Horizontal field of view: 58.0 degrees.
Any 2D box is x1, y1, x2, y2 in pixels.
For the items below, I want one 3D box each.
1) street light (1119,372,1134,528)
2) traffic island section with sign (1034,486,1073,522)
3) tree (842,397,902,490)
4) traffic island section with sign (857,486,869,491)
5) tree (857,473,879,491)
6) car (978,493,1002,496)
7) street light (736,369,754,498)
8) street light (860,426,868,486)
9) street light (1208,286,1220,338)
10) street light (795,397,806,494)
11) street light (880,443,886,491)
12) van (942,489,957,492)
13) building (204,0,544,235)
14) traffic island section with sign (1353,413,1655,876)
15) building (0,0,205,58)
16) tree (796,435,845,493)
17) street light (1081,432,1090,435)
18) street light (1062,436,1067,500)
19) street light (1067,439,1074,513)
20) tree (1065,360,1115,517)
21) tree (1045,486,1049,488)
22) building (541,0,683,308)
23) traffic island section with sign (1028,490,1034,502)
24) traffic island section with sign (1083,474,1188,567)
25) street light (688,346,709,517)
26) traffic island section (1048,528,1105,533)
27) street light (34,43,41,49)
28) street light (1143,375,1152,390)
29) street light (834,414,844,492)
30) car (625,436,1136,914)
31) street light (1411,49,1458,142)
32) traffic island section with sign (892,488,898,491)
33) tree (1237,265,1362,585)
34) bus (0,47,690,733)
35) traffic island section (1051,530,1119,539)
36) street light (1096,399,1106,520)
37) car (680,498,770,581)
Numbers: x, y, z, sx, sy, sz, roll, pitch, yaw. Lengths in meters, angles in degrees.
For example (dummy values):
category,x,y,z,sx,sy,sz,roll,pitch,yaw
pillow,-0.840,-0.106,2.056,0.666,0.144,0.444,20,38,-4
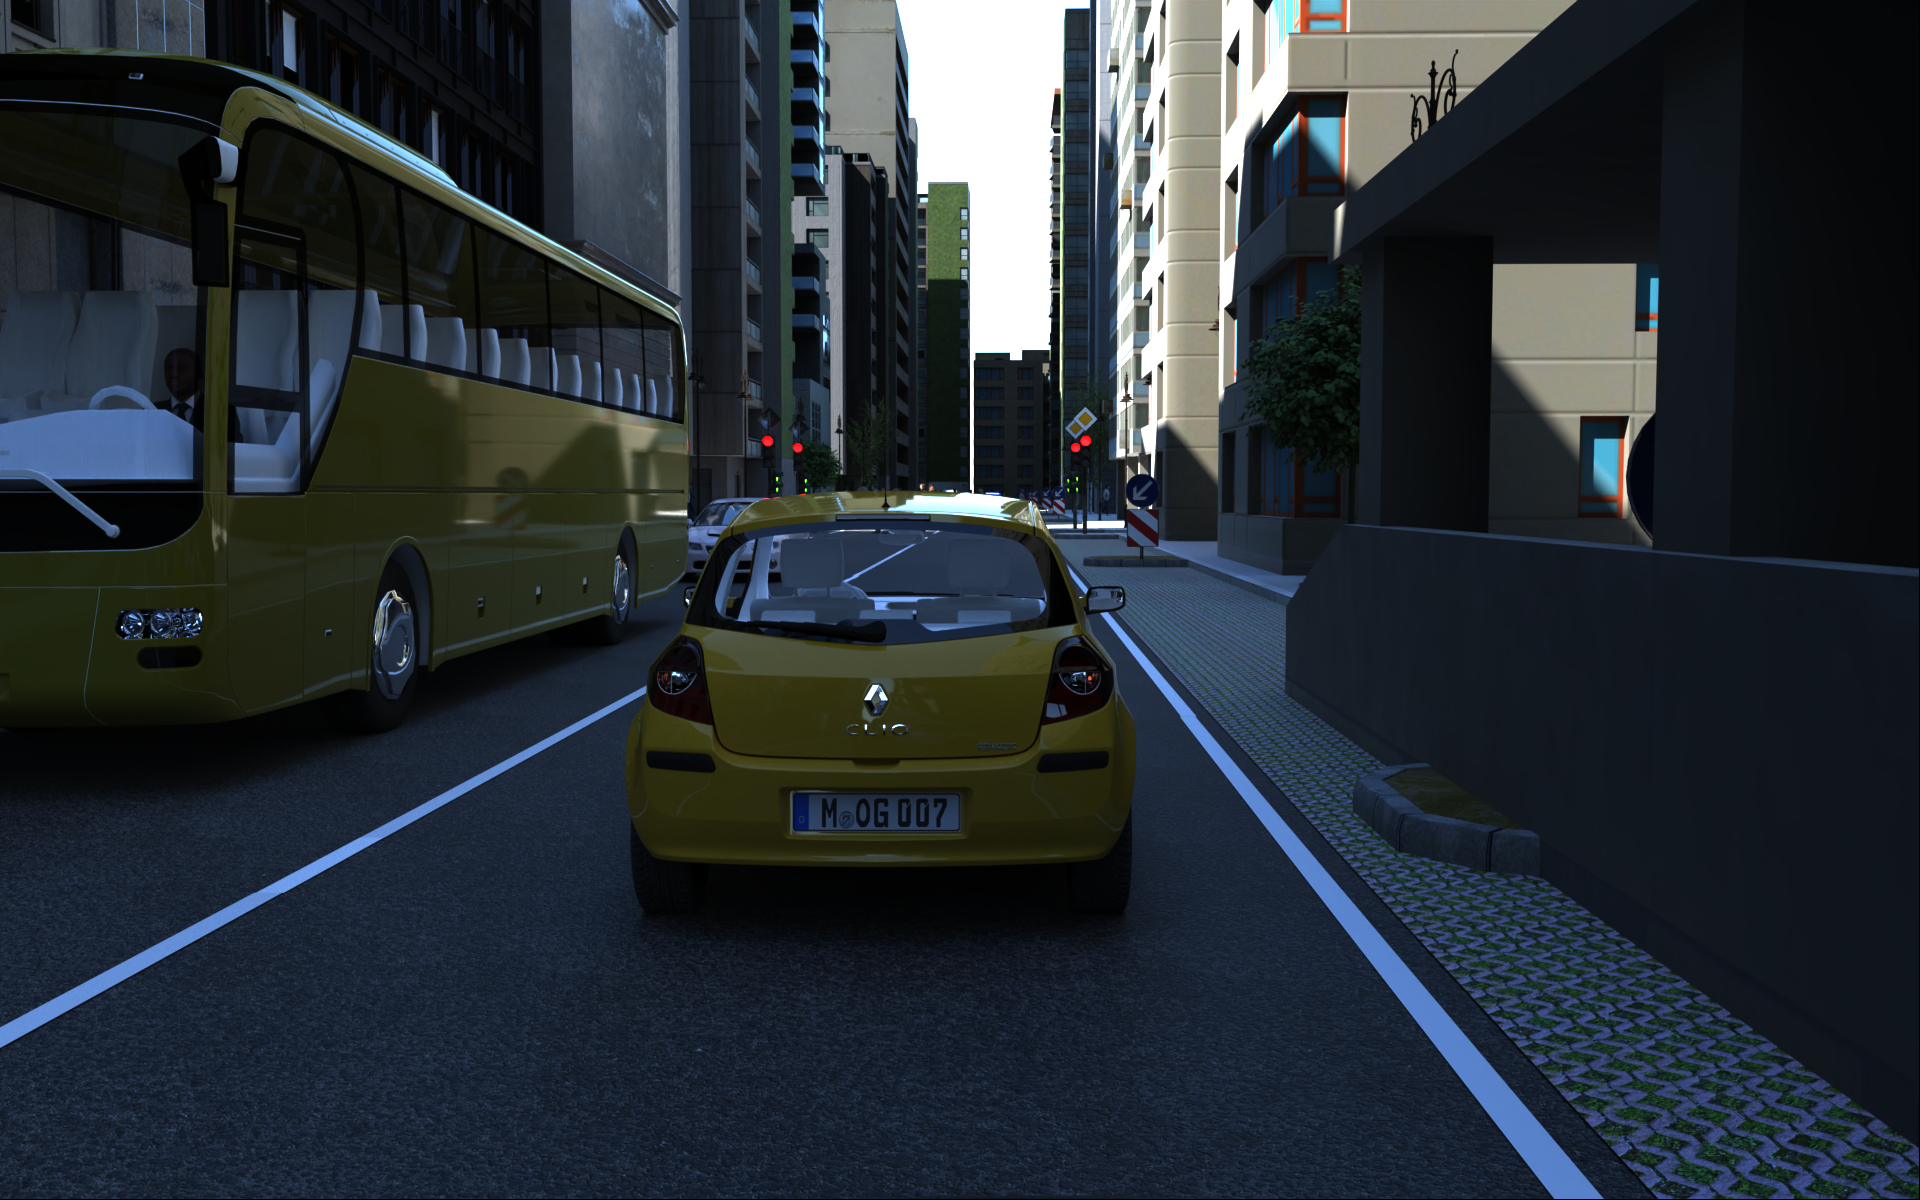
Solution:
category,x,y,z,sx,sy,sz,roll,pitch,yaw
street light,6.297,-5.681,65.671,0.468,5.910,1.993,0,4,2
traffic island section with sign,4.945,-4.910,88.903,1.989,1.847,2.006,0,4,2
tree,-6.497,-11.006,130.313,4.737,8.622,4.395,0,3,0
traffic island section with sign,-4.965,-4.922,89.094,1.989,1.847,2.006,0,4,2
tree,-6.947,-8.534,134.135,1.663,3.219,1.824,0,3,0
car,1.386,-4.405,81.612,1.945,1.707,3.694,0,4,2
street light,-7.967,-5.598,64.316,0.468,5.910,1.993,0,4,2
street light,-6.586,-8.892,118.177,0.468,5.910,1.993,0,4,2
street light,5.553,-3.903,36.597,0.468,5.910,1.993,0,4,2
street light,-7.552,-6.696,82.271,0.468,5.910,1.993,0,4,2
street light,-6.047,-10.001,136.306,0.468,5.910,1.993,0,4,2
van,-0.894,-8.533,146.529,2.013,2.044,4.112,0,4,1
building,-15.511,-12.260,30.132,12.332,23.373,15.834,0,4,2
traffic island section with sign,2.747,0.083,7.275,1.989,1.847,2.006,0,4,2
building,-15.720,-11.839,11.588,12.078,24.808,19.932,0,4,2
tree,-7.842,-6.708,93.386,4.285,4.588,4.351,0,3,0
street light,7.378,-7.914,102.178,0.468,5.910,1.993,0,4,2
street light,8.313,-10.110,138.085,0.468,5.910,1.993,0,4,2
street light,7.848,-9.012,120.131,0.468,5.910,1.993,0,4,2
tree,8.014,-8.937,96.474,4.737,8.622,4.395,0,3,0
tree,11.734,-13.575,216.546,1.663,3.219,1.824,0,3,0
building,-26.040,-14.063,49.021,34.723,24.649,14.460,0,4,2
traffic island section with sign,5.675,-6.564,115.946,1.989,1.847,2.006,0,4,2
traffic island section with sign,3.481,-1.591,34.644,1.989,1.847,2.006,0,4,2
street light,-8.211,-4.985,54.299,0.468,5.910,1.993,0,4,2
traffic island section,4.264,-2.542,63.845,2.009,0.180,2.903,0,4,2
street light,-9.180,-2.789,18.393,0.468,5.910,1.993,0,4,2
street light,6.109,-5.046,55.284,0.468,5.910,1.993,0,4,2
street light,-6.966,-7.794,100.221,0.468,5.910,1.993,0,4,2
car,-0.255,0.177,7.336,2.015,1.641,3.980,0,4,0
street light,5.047,-2.805,18.645,0.468,5.910,1.993,0,4,2
traffic island section with sign,-4.231,-6.582,116.249,1.989,1.847,2.006,0,4,2
tree,5.540,-2.462,23.974,4.285,4.588,4.351,0,3,0
bus,-4.497,-1.351,13.642,2.896,3.916,12.252,0,4,2
traffic island section,4.049,-2.054,55.863,2.009,0.180,2.903,0,4,2
street light,6.805,-6.808,84.097,0.468,5.910,1.993,0,4,2
car,-3.694,-1.080,30.028,2.083,1.381,4.827,0,4,1
